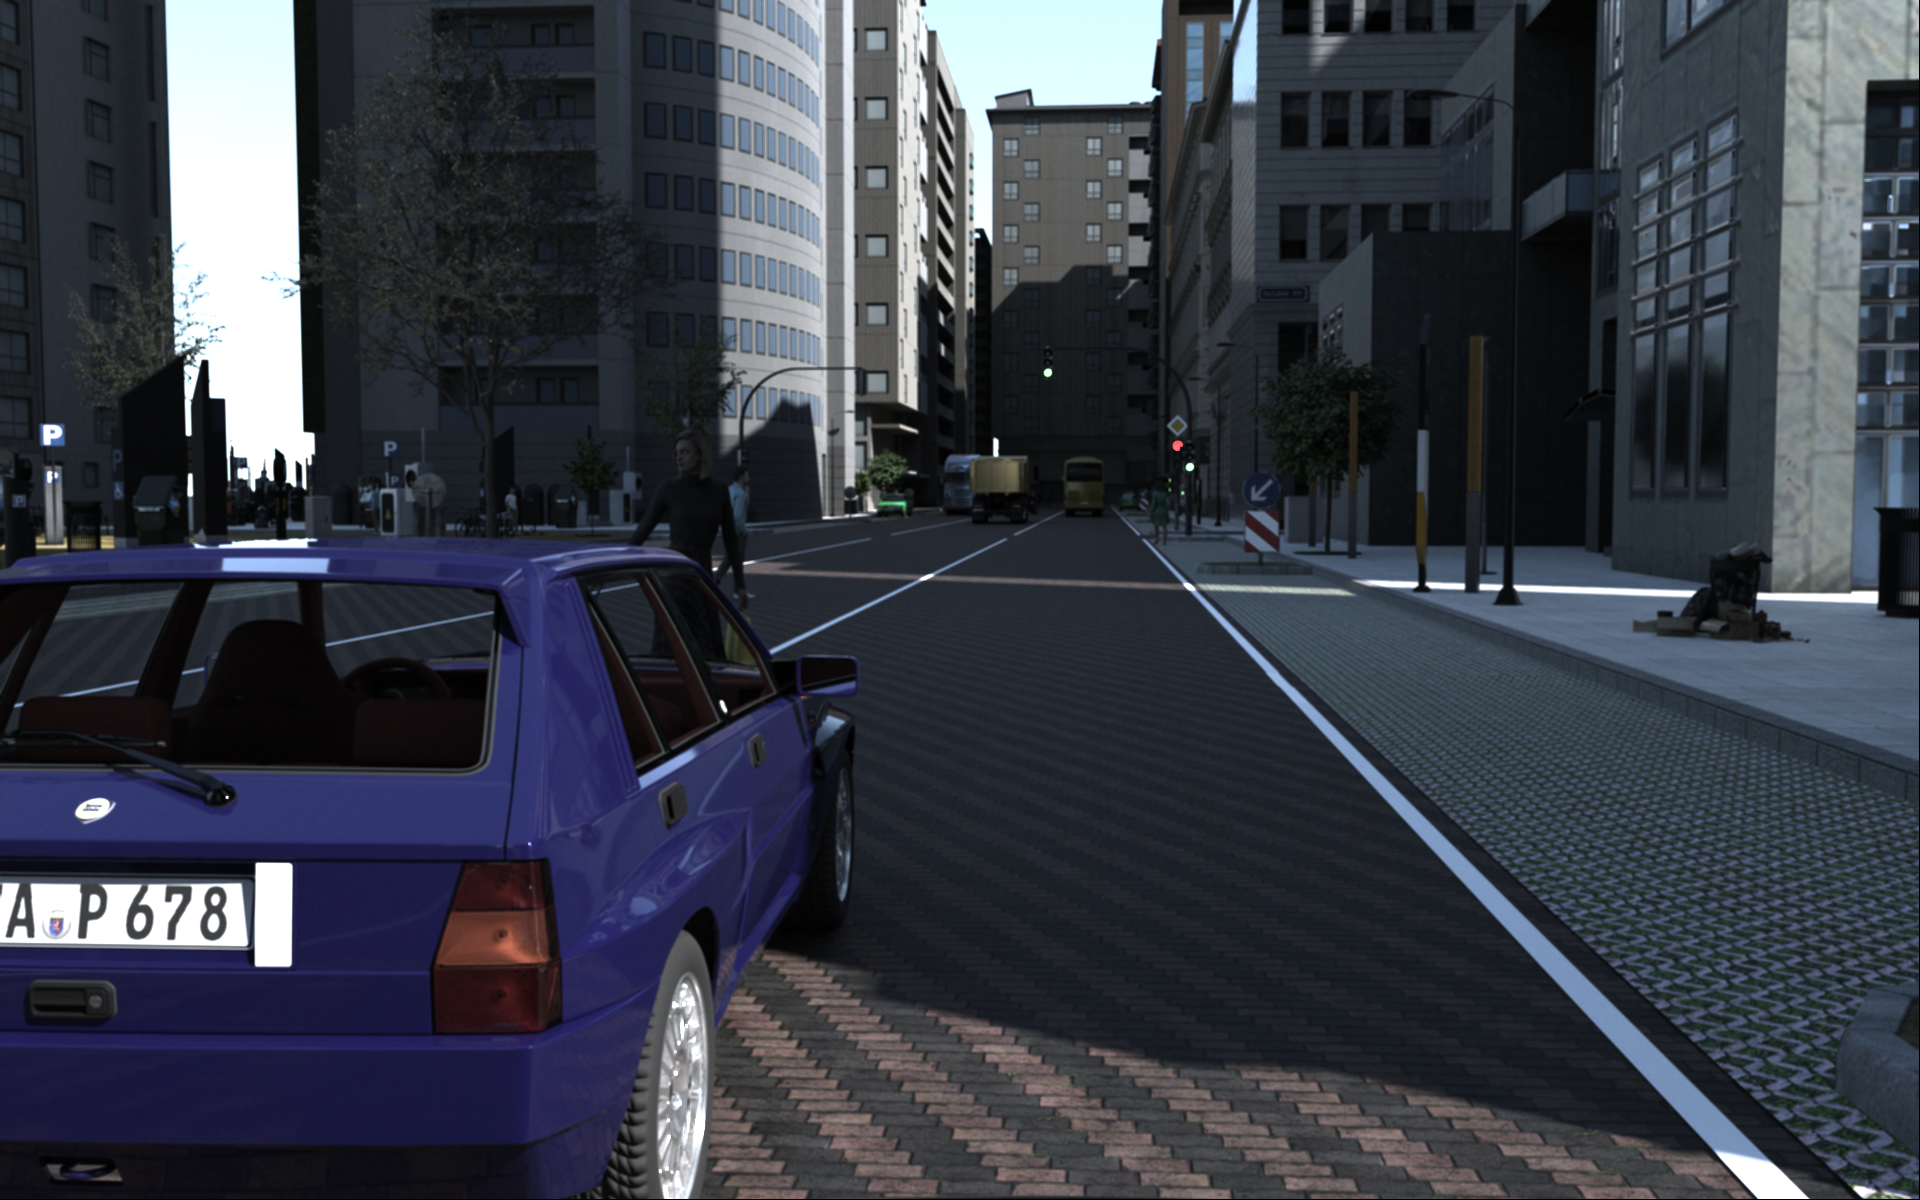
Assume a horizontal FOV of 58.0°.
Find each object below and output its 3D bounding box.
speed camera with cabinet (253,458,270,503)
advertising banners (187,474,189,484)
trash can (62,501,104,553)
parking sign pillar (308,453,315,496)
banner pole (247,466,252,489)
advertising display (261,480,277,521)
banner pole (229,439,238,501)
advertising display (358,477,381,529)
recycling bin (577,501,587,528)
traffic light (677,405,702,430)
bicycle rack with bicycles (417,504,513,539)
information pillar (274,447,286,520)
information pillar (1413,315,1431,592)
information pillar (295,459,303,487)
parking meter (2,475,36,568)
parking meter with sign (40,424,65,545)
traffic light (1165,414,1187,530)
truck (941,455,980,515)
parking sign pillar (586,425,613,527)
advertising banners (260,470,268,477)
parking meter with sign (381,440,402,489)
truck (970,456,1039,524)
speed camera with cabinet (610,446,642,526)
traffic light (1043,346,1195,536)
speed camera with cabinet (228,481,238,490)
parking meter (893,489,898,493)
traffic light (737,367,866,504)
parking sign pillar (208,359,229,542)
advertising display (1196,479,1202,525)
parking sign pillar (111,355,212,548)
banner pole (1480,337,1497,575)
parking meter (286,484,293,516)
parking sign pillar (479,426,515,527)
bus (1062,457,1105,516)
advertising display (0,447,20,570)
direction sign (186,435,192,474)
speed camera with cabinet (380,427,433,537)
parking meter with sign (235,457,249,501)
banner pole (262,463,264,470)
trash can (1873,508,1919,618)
[{"bbox_3d":[-37.967,-6.156,94.994,0.660,3.252,2.038,0,4,3],"label":"speed camera with cabinet"},{"bbox_3d":[-62.372,-8.699,138.420,2.074,3.025,0.090,1,4,23],"label":"advertising banners"},{"bbox_3d":[-17.499,-1.402,34.583,0.748,1.137,0.748,0,3,0],"label":"trash can"},{"bbox_3d":[-42.360,-7.646,113.484,1.447,3.967,1.447,-3,4,-37],"label":"parking sign pillar"},{"bbox_3d":[-56.014,-8.957,136.468,0.863,3.779,0.401,3,5,43],"label":"banner pole"},{"bbox_3d":[-32.325,-4.638,81.050,0.123,1.923,0.974,1,4,14],"label":"advertising display"},{"bbox_3d":[-33.412,-5.479,79.603,0.401,3.779,0.863,-1,4,-12],"label":"banner pole"},{"bbox_3d":[-21.932,-3.616,64.341,0.974,1.923,0.123,1,4,21],"label":"advertising display"},{"bbox_3d":[-14.875,-3.308,66.647,0.722,1.027,0.722,2,4,32],"label":"recycling bin"},{"bbox_3d":[-8.492,-4.011,54.504,0.839,4.253,0.868,0,4,5],"label":"traffic light"},{"bbox_3d":[-13.542,-2.062,47.089,2.852,0.926,2.925,-2,4,-25],"label":"bicycle rack with bicycles"},{"bbox_3d":[-33.559,-5.756,85.473,0.504,3.616,0.183,-1,4,-17],"label":"information pillar"},{"bbox_3d":[6.041,-1.910,22.581,0.183,3.616,0.504,1,4,22],"label":"information pillar"},{"bbox_3d":[-44.136,-7.602,115.642,0.504,3.616,0.183,-3,5,-44],"label":"information pillar"},{"bbox_3d":[-12.680,-0.914,23.363,0.372,1.533,0.369,0,3,0],"label":"parking meter"},{"bbox_3d":[-22.985,-2.915,43.921,0.543,3.016,1.738,-2,4,-28],"label":"parking meter with sign"},{"bbox_3d":[7.661,-4.423,61.235,0.839,4.253,0.868,0,4,5],"label":"traffic light"},{"bbox_3d":[0.729,-8.238,124.453,2.967,4.110,18.799,0,4,4],"label":"truck"},{"bbox_3d":[-14.531,-4.906,68.693,1.447,3.967,1.447,-1,4,-11],"label":"parking sign pillar"},{"bbox_3d":[-51.726,-7.995,126.913,2.074,3.025,0.090,0,4,2],"label":"advertising banners"},{"bbox_3d":[-18.197,-3.630,55.609,0.543,3.016,1.738,-1,4,-23],"label":"parking meter with sign"},{"bbox_3d":[2.108,-5.567,86.944,3.469,3.379,9.791,0,4,4],"label":"truck"},{"bbox_3d":[-13.701,-4.692,71.044,0.660,3.252,2.038,1,4,13],"label":"speed camera with cabinet"},{"bbox_3d":[4.928,-4.809,53.302,4.771,5.953,1.251,0,4,5],"label":"traffic light"},{"bbox_3d":[-47.016,-7.307,113.798,0.660,3.252,2.038,3,4,36],"label":"speed camera with cabinet"},{"bbox_3d":[-4.880,-7.647,130.738,0.255,1.863,0.399,1,4,15],"label":"parking meter"},{"bbox_3d":[-5.759,-5.362,62.331,4.771,5.953,1.251,0,4,5],"label":"traffic light"},{"bbox_3d":[-15.313,-2.863,35.289,1.447,3.967,1.447,-2,4,-34],"label":"parking sign pillar"},{"bbox_3d":[10.009,-4.120,72.571,0.123,1.923,0.974,0,4,1],"label":"advertising display"},{"bbox_3d":[-15.537,-2.736,33.206,1.447,3.967,1.447,2,4,34],"label":"parking sign pillar"},{"bbox_3d":[8.461,-2.315,27.874,0.401,3.779,0.863,1,4,16],"label":"banner pole"},{"bbox_3d":[-39.510,-5.859,101.512,0.399,1.863,0.255,-1,4,-15],"label":"parking meter"},{"bbox_3d":[-18.267,-4.884,68.333,1.447,3.967,1.447,-3,5,-41],"label":"parking sign pillar"},{"bbox_3d":[8.108,-7.465,113.600,2.896,3.916,12.252,0,4,4],"label":"bus"},{"bbox_3d":[-13.565,-1.153,24.073,0.974,1.923,0.123,0,4,0],"label":"advertising display"},{"bbox_3d":[-29.515,-4.583,66.931,0.876,3.537,0.379,0,4,1],"label":"direction sign"},{"bbox_3d":[-16.548,-3.511,51.740,2.038,3.252,0.660,3,5,40],"label":"speed camera with cabinet"},{"bbox_3d":[-33.927,-5.247,82.043,0.543,3.016,1.738,-1,4,-17],"label":"parking meter with sign"},{"bbox_3d":[-55.994,-9.136,139.397,0.401,3.779,0.863,-1,4,-10],"label":"banner pole"},{"bbox_3d":[9.946,-0.394,18.097,0.748,1.137,0.748,0,3,0],"label":"trash can"}]
